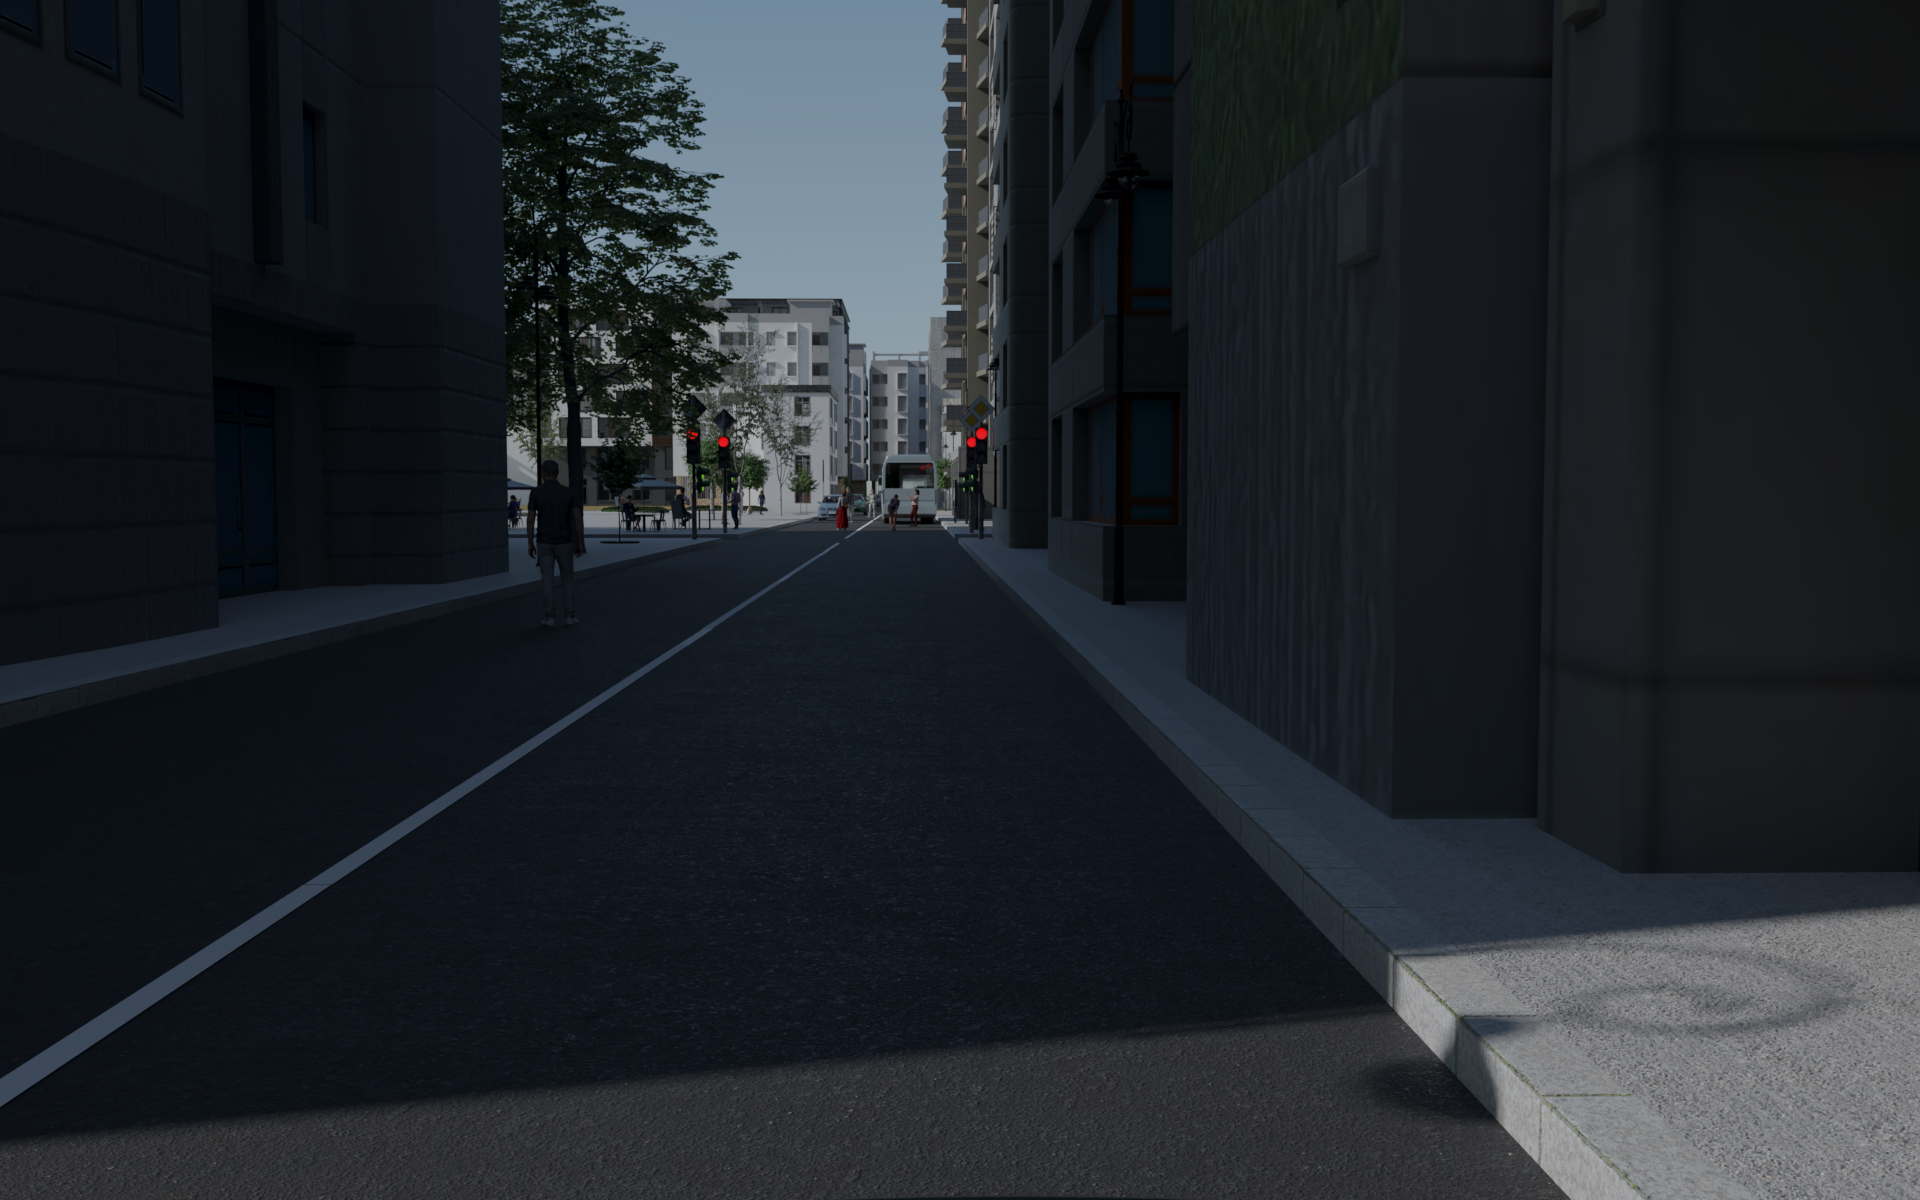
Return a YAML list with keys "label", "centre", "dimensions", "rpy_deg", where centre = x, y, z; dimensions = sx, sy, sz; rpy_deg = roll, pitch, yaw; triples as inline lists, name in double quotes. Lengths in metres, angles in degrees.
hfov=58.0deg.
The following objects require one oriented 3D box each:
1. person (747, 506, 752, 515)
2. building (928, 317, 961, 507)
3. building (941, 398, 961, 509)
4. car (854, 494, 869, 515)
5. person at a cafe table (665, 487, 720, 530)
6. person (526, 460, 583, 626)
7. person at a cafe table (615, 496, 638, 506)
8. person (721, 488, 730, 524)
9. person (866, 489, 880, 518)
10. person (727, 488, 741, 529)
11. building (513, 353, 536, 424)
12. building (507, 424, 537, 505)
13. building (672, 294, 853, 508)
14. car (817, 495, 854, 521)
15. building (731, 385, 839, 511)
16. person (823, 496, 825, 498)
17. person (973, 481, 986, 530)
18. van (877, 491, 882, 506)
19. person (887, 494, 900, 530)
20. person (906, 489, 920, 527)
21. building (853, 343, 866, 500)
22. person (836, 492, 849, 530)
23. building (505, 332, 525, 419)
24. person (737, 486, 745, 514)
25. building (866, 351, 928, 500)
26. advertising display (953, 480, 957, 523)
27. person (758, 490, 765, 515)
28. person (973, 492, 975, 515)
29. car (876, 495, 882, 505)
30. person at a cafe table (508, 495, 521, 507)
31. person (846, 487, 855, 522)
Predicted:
- label: "person"
  centre: [-13.022, -5.546, 107.196]
  dimensions: [0.357, 0.543, 0.381]
  rpy_deg: [0, 4, -2]
- label: "building"
  centre: [5.180, -19.283, 181.740]
  dimensions: [16.747, 18.905, 31.486]
  rpy_deg: [0, 4, -2]
- label: "building"
  centre: [3.079, -12.849, 152.232]
  dimensions: [9.099, 9.664, 28.070]
  rpy_deg: [0, 4, -2]
- label: "car"
  centre: [-7.302, -6.562, 119.086]
  dimensions: [2.131, 1.459, 4.920]
  rpy_deg: [0, 4, -4]
- label: "person at a cafe table"
  centre: [-9.885, -3.325, 62.874]
  dimensions: [1.698, 1.524, 1.622]
  rpy_deg: [1, 4, 23]
- label: "person"
  centre: [-4.440, -0.635, 19.003]
  dimensions: [0.598, 1.807, 0.434]
  rpy_deg: [-1, 4, -9]
- label: "person at a cafe table"
  centre: [-24.355, -7.043, 126.014]
  dimensions: [1.698, 1.238, 1.726]
  rpy_deg: [2, 4, 33]
- label: "person"
  centre: [-9.990, -4.014, 73.736]
  dimensions: [0.319, 1.574, 0.516]
  rpy_deg: [-2, 4, -26]
- label: "person"
  centre: [-5.321, -5.877, 105.313]
  dimensions: [0.841, 1.734, 0.376]
  rpy_deg: [1, 4, 14]
- label: "person"
  centre: [-8.176, -3.356, 62.871]
  dimensions: [0.435, 1.587, 0.963]
  rpy_deg: [1, 4, 19]
- label: "building"
  centre: [-39.826, -21.845, 223.630]
  dimensions: [31.486, 18.905, 16.747]
  rpy_deg: [0, 4, -2]
- label: "building"
  centre: [-60.385, -15.921, 202.460]
  dimensions: [28.070, 9.664, 9.099]
  rpy_deg: [0, 4, -2]
- label: "building"
  centre: [-18.824, -18.959, 166.394]
  dimensions: [16.016, 20.091, 11.380]
  rpy_deg: [0, 4, -2]
- label: "car"
  centre: [-6.722, -5.019, 94.060]
  dimensions: [2.014, 1.417, 4.499]
  rpy_deg: [0, 3, 0]
- label: "building"
  centre: [-14.823, -12.522, 146.877]
  dimensions: [9.099, 9.664, 28.070]
  rpy_deg: [0, 4, -2]
- label: "person"
  centre: [-7.878, -5.444, 101.422]
  dimensions: [0.340, 1.345, 0.435]
  rpy_deg: [0, 4, -5]
- label: "person"
  centre: [0.713, -3.393, 62.077]
  dimensions: [0.434, 1.755, 0.990]
  rpy_deg: [1, 4, 22]
- label: "van"
  centre: [-9.168, -12.255, 207.374]
  dimensions: [2.013, 2.044, 4.112]
  rpy_deg: [0, 4, -2]
- label: "person"
  centre: [-2.595, -3.456, 68.240]
  dimensions: [0.421, 1.427, 0.697]
  rpy_deg: [-1, 4, -23]
- label: "person"
  centre: [-2.074, -4.052, 76.216]
  dimensions: [0.566, 1.644, 0.517]
  rpy_deg: [2, 4, 29]
- label: "building"
  centre: [-17.683, -22.460, 223.632]
  dimensions: [11.380, 20.091, 16.016]
  rpy_deg: [0, 4, -2]
- label: "person"
  centre: [-4.693, -3.559, 69.160]
  dimensions: [0.523, 1.526, 0.387]
  rpy_deg: [-1, 4, -22]
- label: "building"
  centre: [-72.017, -23.472, 227.739]
  dimensions: [32.646, 21.610, 27.936]
  rpy_deg: [0, 4, -2]
- label: "person"
  centre: [-13.152, -5.933, 103.718]
  dimensions: [0.551, 1.740, 0.621]
  rpy_deg: [0, 4, 6]
- label: "building"
  centre: [-5.932, -22.474, 223.869]
  dimensions: [11.380, 20.091, 16.016]
  rpy_deg: [0, 4, -2]
- label: "advertising display"
  centre: [-0.213, -4.408, 77.281]
  dimensions: [0.123, 1.923, 0.974]
  rpy_deg: [0, 4, -4]
- label: "person"
  centre: [-12.274, -6.025, 107.100]
  dimensions: [0.480, 1.512, 0.613]
  rpy_deg: [0, 4, -6]
- label: "person"
  centre: [0.586, -3.801, 69.014]
  dimensions: [0.431, 1.722, 0.655]
  rpy_deg: [1, 4, 14]
- label: "car"
  centre: [-9.392, -11.589, 201.843]
  dimensions: [2.083, 1.381, 4.827]
  rpy_deg: [0, 4, -1]
- label: "person at a cafe table"
  centre: [-27.709, -5.836, 106.272]
  dimensions: [1.698, 1.238, 1.726]
  rpy_deg: [2, 4, 32]
- label: "person"
  centre: [-5.614, -4.838, 87.732]
  dimensions: [0.598, 1.807, 0.434]
  rpy_deg: [-2, 4, -31]
